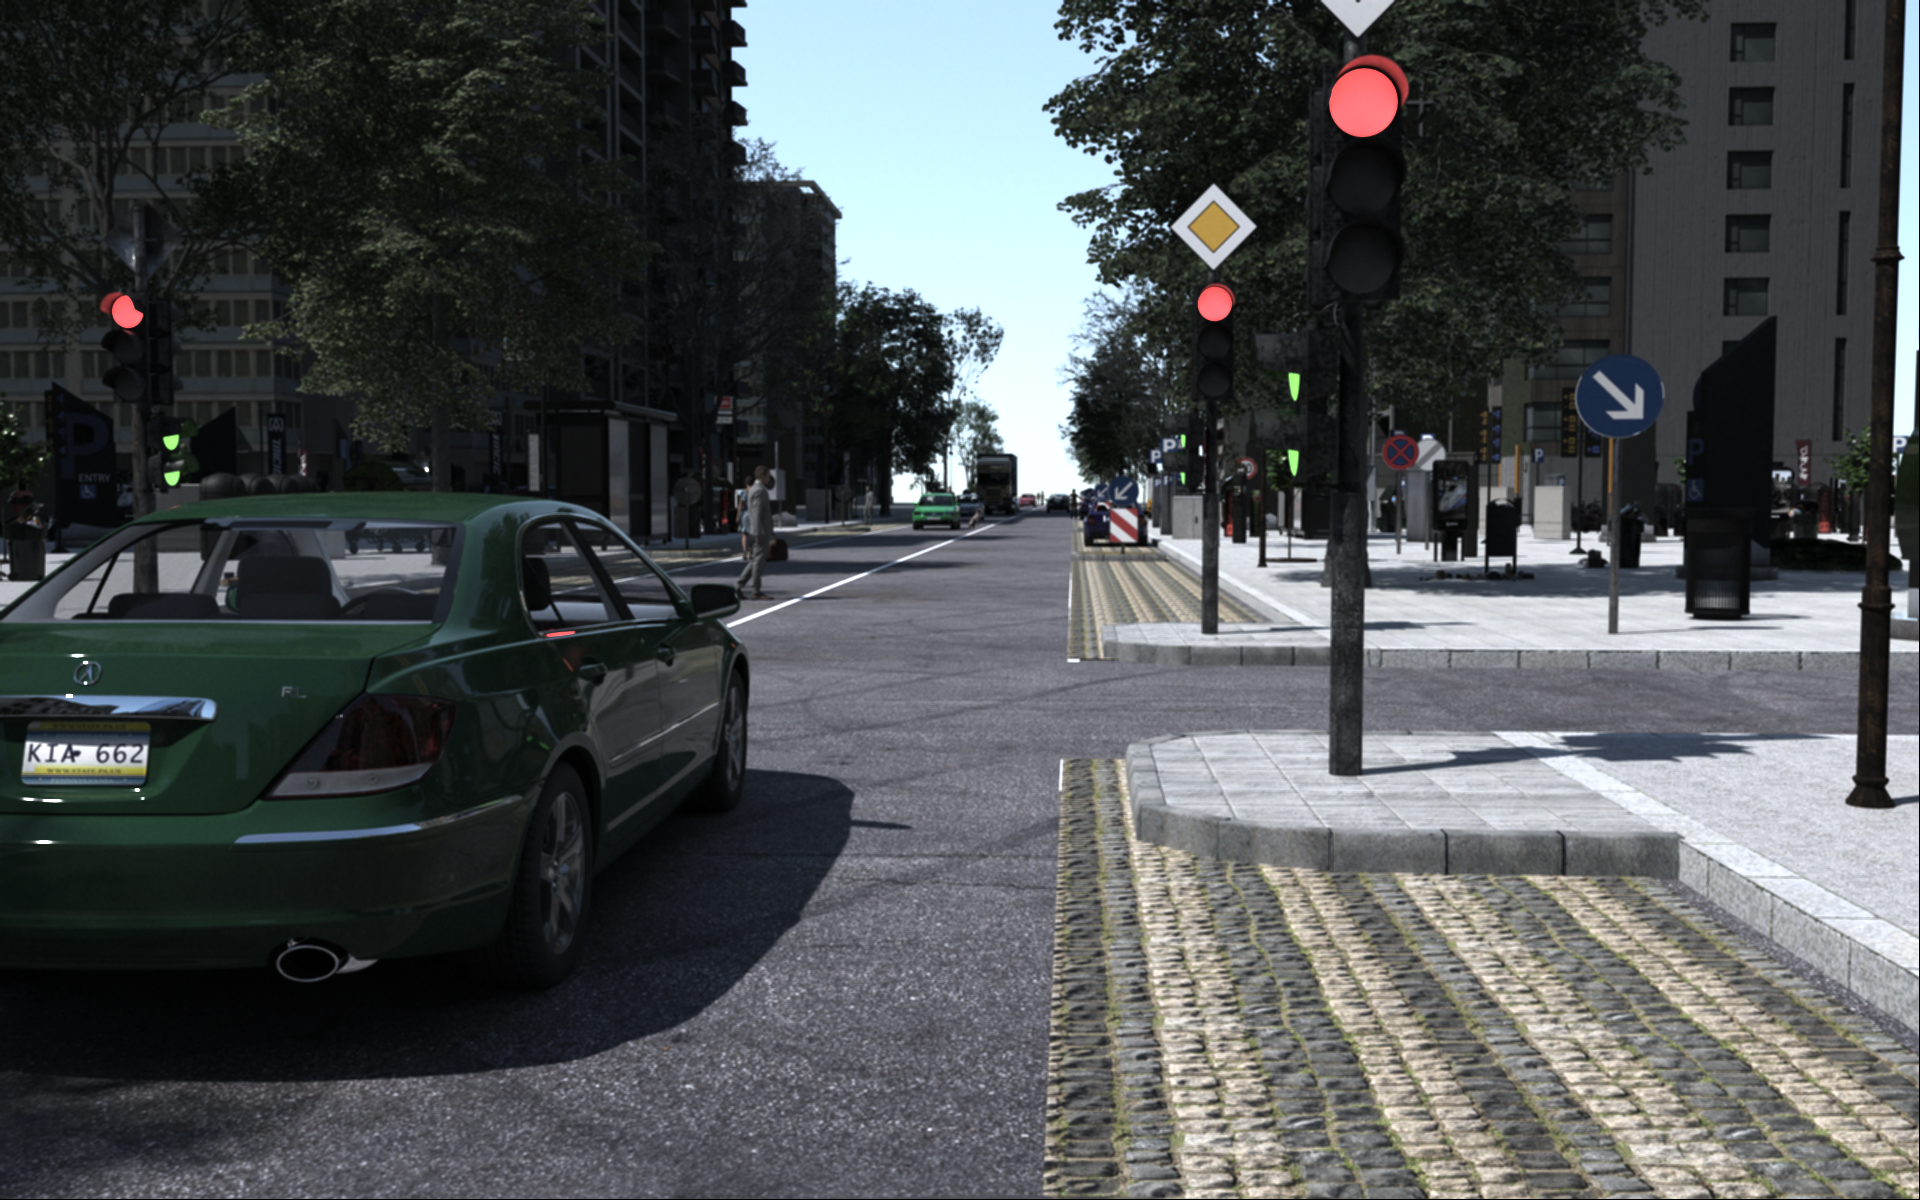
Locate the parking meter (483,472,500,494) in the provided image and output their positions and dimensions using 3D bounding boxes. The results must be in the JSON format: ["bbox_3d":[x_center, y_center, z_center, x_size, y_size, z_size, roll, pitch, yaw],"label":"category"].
[{"bbox_3d":[-12.311,-2.434,45.503,0.399,1.863,0.255,2,4,31],"label":"parking meter"}]

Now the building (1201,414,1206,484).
[{"bbox_3d":[44.220,-35.368,232.888,22.147,44.769,28.867,0,4,4],"label":"building"}]

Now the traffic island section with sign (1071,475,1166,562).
[{"bbox_3d":[3.407,-1.764,37.464,1.989,1.847,2.006,0,4,4],"label":"traffic island section with sign"}]

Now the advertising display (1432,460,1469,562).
[{"bbox_3d":[9.338,-1.699,32.995,0.974,1.923,0.123,-3,4,-38],"label":"advertising display"}]

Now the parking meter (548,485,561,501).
[{"bbox_3d":[-11.046,-2.372,47.195,0.372,1.533,0.369,0,3,0],"label":"parking meter"}]

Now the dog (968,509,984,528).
[{"bbox_3d":[0.579,-3.477,73.679,0.513,0.831,0.800,-3,4,-38],"label":"dog"}]

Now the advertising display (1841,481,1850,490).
[{"bbox_3d":[32.437,-3.573,63.626,0.974,1.923,0.123,0,4,-5],"label":"advertising display"}]

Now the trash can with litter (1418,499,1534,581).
[{"bbox_3d":[7.804,-0.928,26.236,2.233,1.210,1.678,-1,4,-19],"label":"trash can with litter"}]

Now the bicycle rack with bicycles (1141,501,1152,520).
[{"bbox_3d":[9.970,-4.320,84.014,2.925,0.926,2.852,-1,4,-22],"label":"bicycle rack with bicycles"}]

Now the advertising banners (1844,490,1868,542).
[{"bbox_3d":[24.698,-3.112,47.070,2.074,3.025,0.090,-3,4,-36],"label":"advertising banners"}]

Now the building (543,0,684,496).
[{"bbox_3d":[-27.684,-40.599,102.038,20.563,71.187,20.611,0,4,4],"label":"building"}]

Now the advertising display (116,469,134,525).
[{"bbox_3d":[-21.710,-2.452,45.309,0.123,1.923,0.974,2,4,32],"label":"advertising display"}]

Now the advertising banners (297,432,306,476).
[{"bbox_3d":[-19.135,-3.293,50.021,0.090,3.025,2.074,-2,4,-25],"label":"advertising banners"}]

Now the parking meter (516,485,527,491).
[{"bbox_3d":[-12.756,-2.574,50.504,0.372,1.533,0.369,0,3,0],"label":"parking meter"}]

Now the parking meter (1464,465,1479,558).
[{"bbox_3d":[10.372,-1.799,35.122,0.255,1.863,0.399,1,4,17],"label":"parking meter"}]

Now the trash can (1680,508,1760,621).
[{"bbox_3d":[7.776,-0.373,17.756,0.748,1.137,0.748,0,3,0],"label":"trash can"}]

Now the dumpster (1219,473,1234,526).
[{"bbox_3d":[10.602,-3.875,65.852,1.502,2.255,1.985,0,4,4],"label":"dumpster"}]

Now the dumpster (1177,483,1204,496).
[{"bbox_3d":[9.365,-3.990,71.000,1.264,1.857,1.865,0,4,4],"label":"dumpster"}]

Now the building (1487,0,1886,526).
[{"bbox_3d":[30.714,-18.632,76.334,14.160,30.474,14.107,0,4,4],"label":"building"}]

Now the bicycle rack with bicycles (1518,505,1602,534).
[{"bbox_3d":[19.710,-2.671,57.058,2.852,0.926,2.925,-1,4,-18],"label":"bicycle rack with bicycles"}]

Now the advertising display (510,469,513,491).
[{"bbox_3d":[-11.739,-2.451,45.286,0.123,1.923,0.974,-1,4,-15],"label":"advertising display"}]

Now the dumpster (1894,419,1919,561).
[{"bbox_3d":[4.933,-0.269,6.891,1.502,2.255,1.985,0,4,4],"label":"dumpster"}]

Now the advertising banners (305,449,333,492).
[{"bbox_3d":[-25.004,-4.362,67.508,2.074,3.025,0.090,1,4,22],"label":"advertising banners"}]

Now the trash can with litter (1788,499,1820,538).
[{"bbox_3d":[18.509,-1.629,38.016,0.624,1.170,1.055,2,4,24],"label":"trash can with litter"}]

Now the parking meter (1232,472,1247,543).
[{"bbox_3d":[7.276,-2.407,45.073,0.255,1.863,0.399,2,4,32],"label":"parking meter"}]

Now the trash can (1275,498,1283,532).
[{"bbox_3d":[11.161,-2.917,59.351,0.748,1.137,0.748,0,3,0],"label":"trash can"}]

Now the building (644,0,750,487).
[{"bbox_3d":[-27.909,-28.948,127.917,22.147,44.769,28.867,0,4,4],"label":"building"}]

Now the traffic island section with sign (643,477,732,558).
[{"bbox_3d":[-6.257,-1.878,39.339,1.989,1.847,2.006,0,4,4],"label":"traffic island section with sign"}]

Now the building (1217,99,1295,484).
[{"bbox_3d":[41.557,-35.656,206.669,21.300,48.544,21.600,0,4,4],"label":"building"}]

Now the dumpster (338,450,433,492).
[{"bbox_3d":[-12.489,-2.158,37.783,1.502,2.255,1.985,0,4,4],"label":"dumpster"}]

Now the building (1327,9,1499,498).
[{"bbox_3d":[35.178,-41.098,110.196,20.563,71.187,20.611,0,4,4],"label":"building"}]

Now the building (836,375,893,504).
[{"bbox_3d":[-24.149,-23.567,230.362,27.650,21.520,28.899,0,4,4],"label":"building"}]

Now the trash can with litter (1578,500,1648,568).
[{"bbox_3d":[11.354,-1.145,30.113,1.055,1.170,0.624,0,4,5],"label":"trash can with litter"}]

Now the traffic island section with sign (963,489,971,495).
[{"bbox_3d":[0.597,-8.204,142.761,1.989,1.847,2.006,0,4,4],"label":"traffic island section with sign"}]

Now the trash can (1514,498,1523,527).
[{"bbox_3d":[21.379,-3.381,66.937,0.748,1.137,0.748,0,3,0],"label":"trash can"}]

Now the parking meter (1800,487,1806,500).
[{"bbox_3d":[29.685,-3.224,61.127,0.372,1.533,0.369,0,3,0],"label":"parking meter"}]

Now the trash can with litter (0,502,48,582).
[{"bbox_3d":[-13.999,-0.861,25.460,1.055,1.170,0.624,-1,4,-13],"label":"trash can with litter"}]

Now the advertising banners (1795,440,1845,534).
[{"bbox_3d":[27.951,-3.652,55.893,2.074,3.025,0.090,0,4,1],"label":"advertising banners"}]

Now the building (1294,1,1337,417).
[{"bbox_3d":[36.975,-36.298,135.479,21.231,58.520,28.212,0,4,4],"label":"building"}]

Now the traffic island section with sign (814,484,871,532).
[{"bbox_3d":[-4.467,-3.529,66.324,1.989,1.847,2.006,0,4,4],"label":"traffic island section with sign"}]

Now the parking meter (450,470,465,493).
[{"bbox_3d":[-12.041,-2.182,41.387,0.399,1.863,0.255,1,4,20],"label":"parking meter"}]

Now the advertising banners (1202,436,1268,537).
[{"bbox_3d":[8.166,-3.394,51.687,2.074,3.025,0.090,1,4,22],"label":"advertising banners"}]

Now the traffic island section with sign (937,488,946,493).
[{"bbox_3d":[-1.200,-6.556,115.819,1.989,1.847,2.006,0,4,4],"label":"traffic island section with sign"}]

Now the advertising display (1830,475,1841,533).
[{"bbox_3d":[29.065,-3.200,57.535,0.123,1.923,0.974,2,4,24],"label":"advertising display"}]

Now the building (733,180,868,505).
[{"bbox_3d":[-27.537,-31.265,203.068,32.217,40.220,23.993,0,4,4],"label":"building"}]

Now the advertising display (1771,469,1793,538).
[{"bbox_3d":[20.607,-2.372,43.998,0.974,1.923,0.123,1,4,12],"label":"advertising display"}]
